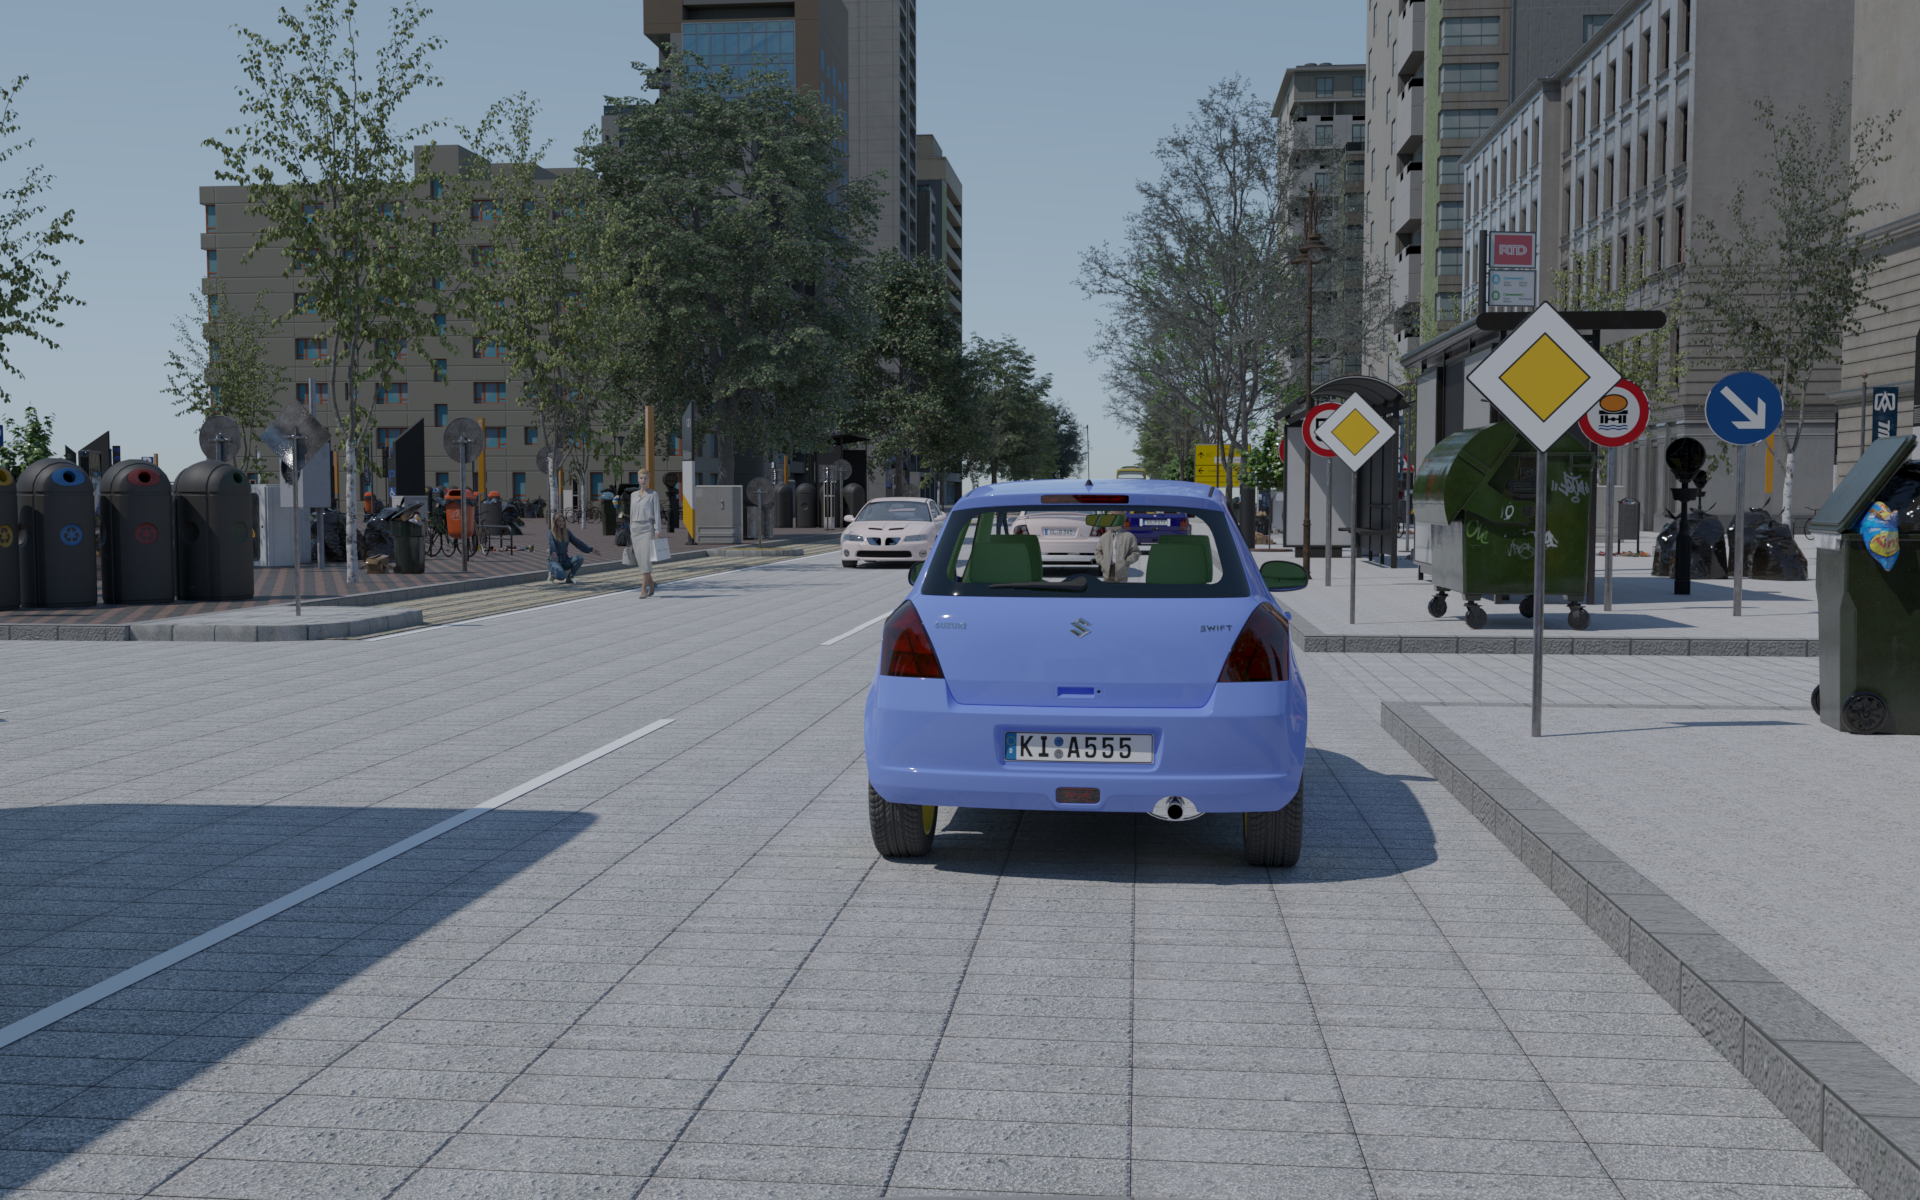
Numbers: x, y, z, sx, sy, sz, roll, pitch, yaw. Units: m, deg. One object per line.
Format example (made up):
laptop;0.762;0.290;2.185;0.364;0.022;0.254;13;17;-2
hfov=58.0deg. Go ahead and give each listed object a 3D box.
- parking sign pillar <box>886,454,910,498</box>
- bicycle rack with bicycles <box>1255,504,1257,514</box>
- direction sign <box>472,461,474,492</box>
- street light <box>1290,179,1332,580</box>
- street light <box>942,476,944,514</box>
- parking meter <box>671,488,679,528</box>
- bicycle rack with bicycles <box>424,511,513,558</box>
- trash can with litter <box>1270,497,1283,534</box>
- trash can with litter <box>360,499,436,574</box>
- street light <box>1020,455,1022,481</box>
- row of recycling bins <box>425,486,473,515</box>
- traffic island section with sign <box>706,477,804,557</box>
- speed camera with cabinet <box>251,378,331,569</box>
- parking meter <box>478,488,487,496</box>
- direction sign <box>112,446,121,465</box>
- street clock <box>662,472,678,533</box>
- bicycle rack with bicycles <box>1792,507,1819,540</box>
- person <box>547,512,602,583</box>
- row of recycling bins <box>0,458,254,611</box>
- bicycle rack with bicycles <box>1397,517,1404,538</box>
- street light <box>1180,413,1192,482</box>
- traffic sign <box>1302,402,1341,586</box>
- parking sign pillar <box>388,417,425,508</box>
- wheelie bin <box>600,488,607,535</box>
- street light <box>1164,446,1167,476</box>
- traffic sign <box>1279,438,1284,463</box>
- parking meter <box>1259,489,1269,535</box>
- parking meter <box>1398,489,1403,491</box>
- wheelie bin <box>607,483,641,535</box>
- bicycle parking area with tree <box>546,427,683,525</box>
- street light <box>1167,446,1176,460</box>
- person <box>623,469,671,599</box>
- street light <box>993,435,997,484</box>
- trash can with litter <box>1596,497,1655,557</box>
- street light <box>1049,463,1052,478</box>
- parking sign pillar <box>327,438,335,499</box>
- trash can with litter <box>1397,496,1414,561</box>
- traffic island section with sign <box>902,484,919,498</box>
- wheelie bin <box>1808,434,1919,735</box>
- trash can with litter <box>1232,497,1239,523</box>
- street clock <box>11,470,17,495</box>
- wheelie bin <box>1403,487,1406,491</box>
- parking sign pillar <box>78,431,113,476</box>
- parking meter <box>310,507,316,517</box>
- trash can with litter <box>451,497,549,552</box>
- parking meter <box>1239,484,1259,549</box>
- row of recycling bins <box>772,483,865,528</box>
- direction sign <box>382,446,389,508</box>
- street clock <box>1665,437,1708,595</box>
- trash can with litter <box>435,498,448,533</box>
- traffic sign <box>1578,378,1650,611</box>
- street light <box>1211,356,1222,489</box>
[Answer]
parking sign pillar;-3.279;-6.282;91.188;1.447;3.967;1.447;2;4;35
bicycle rack with bicycles;14.328;-4.728;90.685;2.925;0.926;2.852;1;4;19
direction sign;-23.266;-5.553;82.790;0.379;3.537;0.876;-1;4;-13
street light;5.204;-3.245;25.847;0.468;5.910;1.993;0;4;6
street light;-0.938;-7.456;94.691;0.468;5.910;1.993;0;4;6
parking meter;-10.795;-3.486;65.414;0.372;1.533;0.369;0;3;0
bicycle rack with bicycles;-10.577;-1.380;35.937;2.852;0.926;2.925;-3;5;-40
trash can with litter;10.266;-2.773;56.390;1.678;1.210;2.233;2;4;27
trash can with litter;-9.113;-1.008;27.875;1.055;1.170;0.624;0;4;-1
street light;5.705;-11.444;159.900;0.468;5.910;1.993;0;4;6
row of recycling bins;-25.650;-4.854;86.481;3.534;1.692;1.069;2;4;32
traffic island section with sign;-4.697;-1.932;40.216;1.989;1.847;2.006;0;4;6
speed camera with cabinet;-11.727;-2.176;29.919;2.038;3.252;0.660;3;4;36
parking meter;-19.639;-3.844;71.262;0.372;1.533;0.369;0;3;0
direction sign;-39.586;-5.430;80.773;0.876;3.537;0.379;-1;4;-13
street clock;-9.591;-3.229;57.365;0.471;2.002;0.358;-2;4;-34
bicycle rack with bicycles;24.498;-2.103;47.758;2.925;0.926;2.852;-3;4;-38
person;-6.226;-0.835;27.650;1.012;1.151;0.738;-3;5;-41
row of recycling bins;-10.036;-0.796;20.122;1.069;1.692;3.534;3;5;41
bicycle rack with bicycles;11.618;-2.331;51.501;2.852;0.926;2.925;0;4;-6
street light;12.014;-7.251;91.347;0.468;5.910;1.993;0;4;6
traffic sign;5.123;-1.463;24.023;0.768;2.556;0.104;1;4;16
parking sign pillar;-19.319;-4.403;60.460;1.447;3.967;1.447;2;4;31
wheelie bin;-10.826;-2.806;53.779;0.693;1.594;0.980;-1;4;-18
street light;19.938;-11.909;167.494;0.468;5.910;1.993;0;4;6
traffic sign;6.872;-2.151;35.281;0.768;2.556;0.104;1;4;13
parking meter;9.504;-2.796;54.118;0.372;1.533;0.369;0;3;0
parking meter;21.401;-4.615;83.864;0.372;1.533;0.369;0;3;0
wheelie bin;-9.675;-2.627;50.862;0.980;1.594;0.693;-3;4;-36
bicycle parking area with tree;-13.390;-5.453;76.158;9.016;4.147;8.231;3;5;41
street light;16.581;-9.919;134.968;0.468;5.910;1.993;0;4;6
person;-4.311;-0.923;23.937;0.694;1.780;0.624;3;4;36
street light;2.506;-9.466;127.564;0.468;5.910;1.993;0;4;6
trash can with litter;13.684;-1.527;36.022;1.678;1.210;2.233;-2;4;-26
street light;10.953;-14.491;209.718;0.468;5.910;1.993;0;4;6
parking sign pillar;-28.528;-5.419;77.080;1.447;3.967;1.447;1;4;11
trash can with litter;9.680;-1.400;33.944;2.233;1.210;1.678;1;4;13
traffic island section with sign;-1.904;-3.572;67.026;1.989;1.847;2.006;0;4;6
wheelie bin;5.063;-0.095;9.458;0.693;1.594;0.980;1;4;12
trash can with litter;11.897;-3.950;75.964;1.055;1.170;0.624;-2;4;-32
street clock;-23.612;-2.388;43.616;0.358;2.002;0.471;3;5;42
wheelie bin;20.843;-4.478;81.127;0.693;1.594;0.980;1;4;15
parking sign pillar;-36.778;-5.215;73.744;1.447;3.967;1.447;0;4;-2
parking meter;-17.739;-2.382;47.349;0.372;1.533;0.369;0;3;0
trash can with litter;-10.240;-1.701;38.865;2.233;1.210;1.678;1;4;19
parking meter;6.650;-1.937;40.083;0.372;1.533;0.369;0;3;0
row of recycling bins;-5.383;-3.591;65.818;3.534;1.692;1.069;-1;4;-8
direction sign;-27.299;-5.528;82.388;0.379;3.537;0.876;0;4;0
street clock;9.237;-1.072;22.090;0.471;2.002;0.358;2;4;25
trash can with litter;-16.455;-2.722;55.884;1.055;1.170;0.624;1;4;18
traffic sign;7.091;-1.148;18.884;0.768;2.556;0.104;0;4;8
street light;8.662;-5.221;58.156;0.468;5.910;1.993;0;4;6
